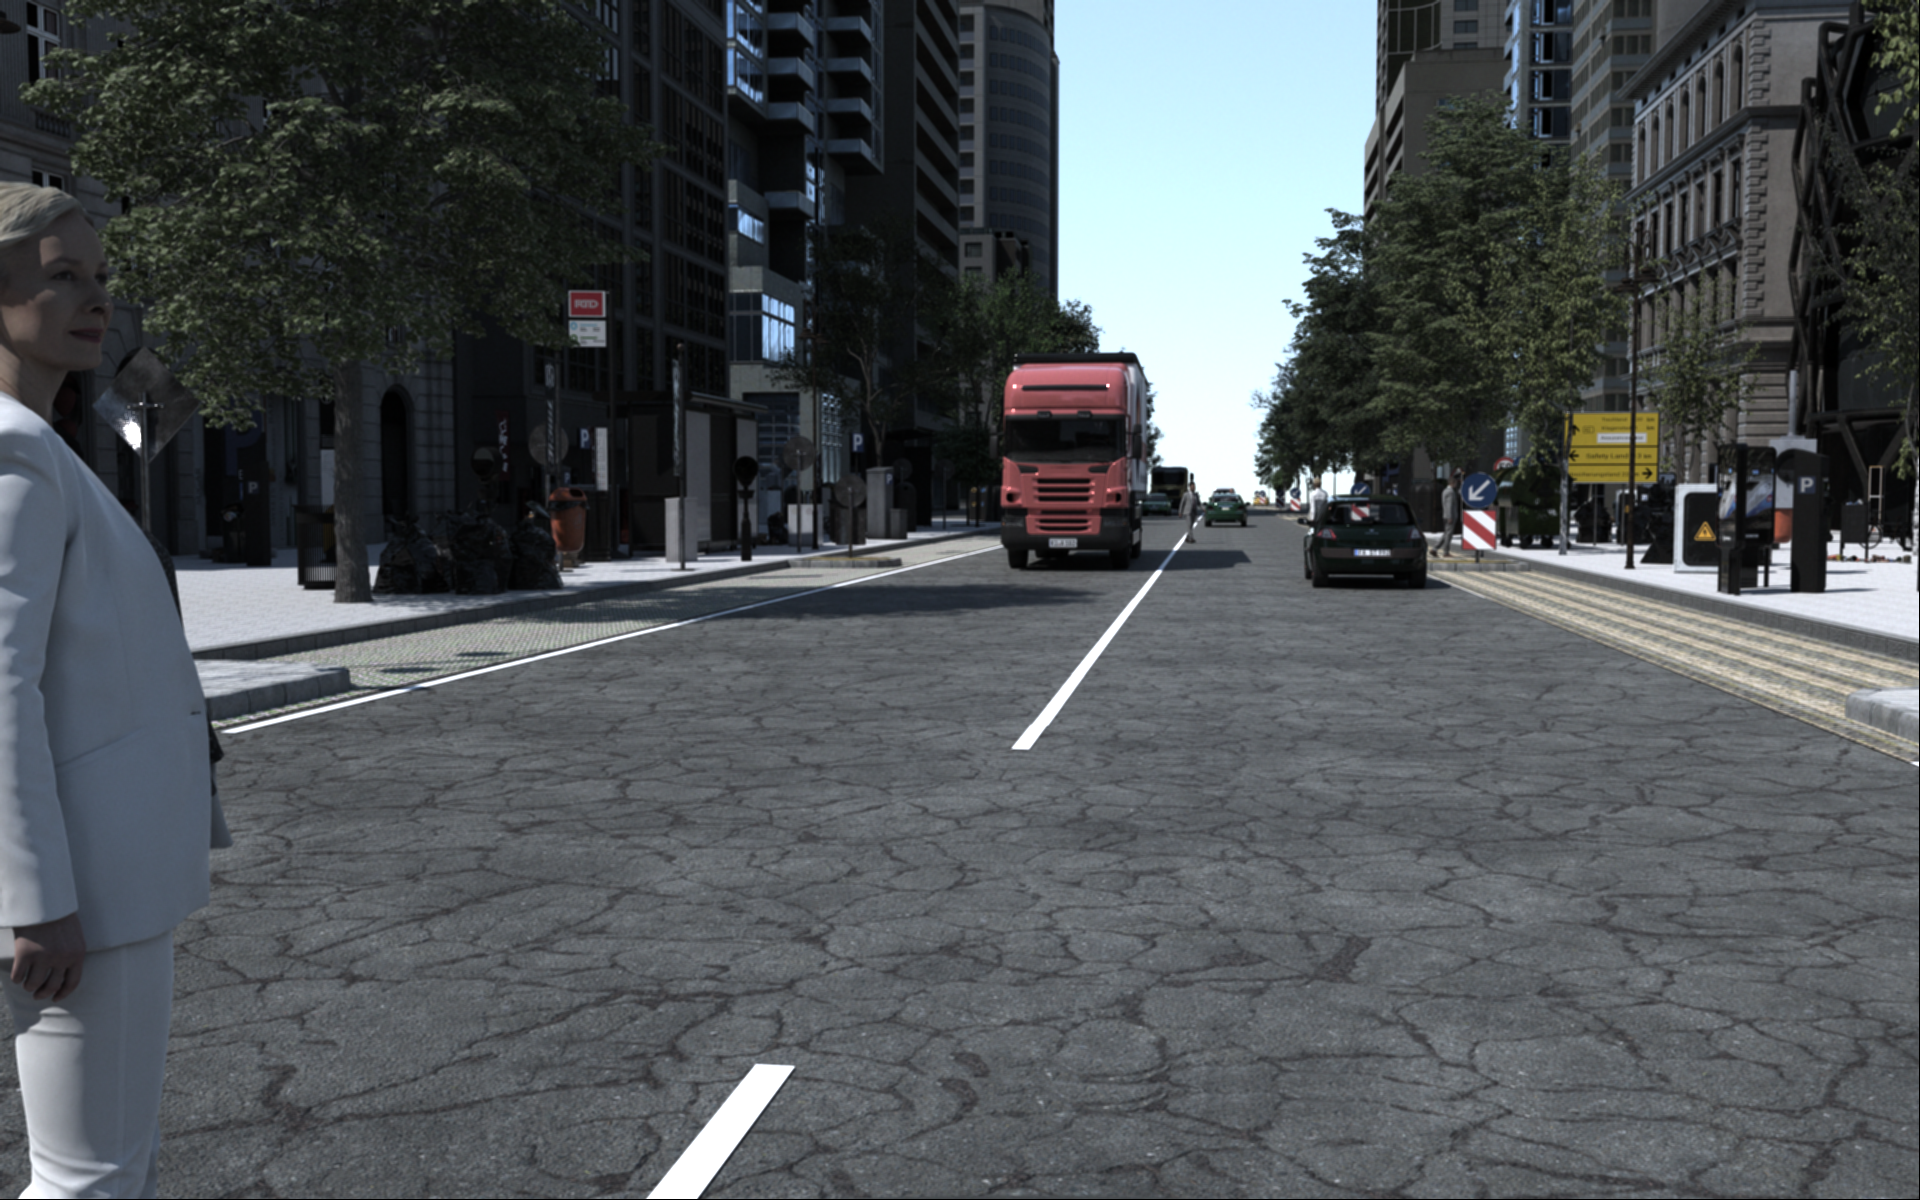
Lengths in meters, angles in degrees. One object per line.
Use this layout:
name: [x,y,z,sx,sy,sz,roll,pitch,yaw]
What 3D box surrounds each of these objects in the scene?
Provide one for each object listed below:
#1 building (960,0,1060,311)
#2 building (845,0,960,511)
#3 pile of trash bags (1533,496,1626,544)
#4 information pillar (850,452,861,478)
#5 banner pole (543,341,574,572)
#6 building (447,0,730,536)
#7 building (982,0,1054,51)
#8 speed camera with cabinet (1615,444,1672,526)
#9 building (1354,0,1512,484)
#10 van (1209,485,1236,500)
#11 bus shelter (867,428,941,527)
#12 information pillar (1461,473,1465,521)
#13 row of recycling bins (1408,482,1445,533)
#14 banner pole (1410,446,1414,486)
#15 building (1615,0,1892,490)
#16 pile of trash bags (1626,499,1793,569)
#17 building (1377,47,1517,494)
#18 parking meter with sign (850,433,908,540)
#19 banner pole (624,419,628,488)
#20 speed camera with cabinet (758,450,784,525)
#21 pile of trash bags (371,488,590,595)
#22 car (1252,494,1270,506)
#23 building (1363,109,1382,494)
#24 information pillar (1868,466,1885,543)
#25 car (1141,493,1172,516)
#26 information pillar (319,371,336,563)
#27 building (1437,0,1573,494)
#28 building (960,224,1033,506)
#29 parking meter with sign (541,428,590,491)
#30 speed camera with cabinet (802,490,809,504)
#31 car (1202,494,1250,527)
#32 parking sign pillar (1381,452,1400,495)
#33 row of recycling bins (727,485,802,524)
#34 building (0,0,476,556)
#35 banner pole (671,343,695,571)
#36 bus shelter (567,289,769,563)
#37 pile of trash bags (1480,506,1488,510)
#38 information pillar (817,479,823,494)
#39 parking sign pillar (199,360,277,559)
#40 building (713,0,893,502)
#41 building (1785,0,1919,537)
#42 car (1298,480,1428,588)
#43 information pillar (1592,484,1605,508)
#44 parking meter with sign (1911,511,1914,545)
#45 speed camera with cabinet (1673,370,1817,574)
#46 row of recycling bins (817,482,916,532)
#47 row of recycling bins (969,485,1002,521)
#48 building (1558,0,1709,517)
building: [0.199,-40.857,210.018,21.231,58.520,28.212,1,4,8]
building: [-12.109,-30.979,130.213,21.300,48.544,21.600,1,4,8]
pile of trash bags: [16.718,-2.207,45.839,1.912,1.369,3.447,-3,5,-45]
information pillar: [-4.055,-4.625,66.975,0.504,3.616,0.183,3,4,38]
banner pole: [-6.597,-2.333,28.170,0.401,3.779,0.863,0,4,7]
building: [-17.974,-16.375,61.234,14.314,27.812,24.014,1,4,8]
building: [4.227,-48.649,233.667,20.563,71.187,20.611,1,4,8]
speed camera with cabinet: [27.055,-4.534,68.474,2.038,3.252,0.660,3,4,37]
building: [63.358,-48.252,227.175,20.563,71.187,20.611,1,4,8]
van: [16.658,-6.245,109.111,2.013,2.044,4.112,1,4,10]
bus shelter: [-2.052,-4.495,64.770,1.731,3.624,6.357,1,4,9]
information pillar: [17.421,-3.360,59.435,0.304,2.012,0.304,-2,4,-26]
row of recycling bins: [15.920,-3.190,59.275,1.069,1.692,3.534,0,4,7]
banner pole: [19.881,-5.271,76.204,0.401,3.779,0.863,2,4,26]
building: [34.884,-14.839,71.490,11.050,23.489,19.941,1,4,8]
pile of trash bags: [13.742,-1.292,30.875,1.912,1.369,3.447,-1,4,-9]
building: [57.116,-34.355,185.403,21.300,48.544,21.600,1,4,8]
parking meter with sign: [-2.269,-3.225,48.993,1.738,3.016,0.543,2,4,35]
banner pole: [-9.219,-3.541,47.910,0.401,3.779,0.863,0,4,-5]
speed camera with cabinet: [-8.373,-4.800,72.812,0.660,3.252,2.038,2,4,33]
pile of trash bags: [-6.212,-0.844,23.546,1.912,1.369,3.447,2,4,24]
car: [34.735,-11.600,199.879,2.015,1.641,3.980,1,4,8]
building: [59.783,-35.668,206.866,21.300,48.544,21.600,1,4,8]
information pillar: [24.211,-2.525,45.769,0.304,2.012,0.304,3,5,42]
car: [12.749,-6.340,112.455,1.959,1.807,4.718,1,4,10]
information pillar: [-11.651,-2.498,32.198,0.504,3.616,0.183,0,4,5]
building: [48.981,-49.851,127.741,22.319,86.520,31.000,1,4,8]
building: [0.283,-25.554,189.508,14.160,30.474,14.107,1,4,8]
parking meter with sign: [-10.731,-3.045,46.046,1.738,3.016,0.543,1,4,17]
speed camera with cabinet: [-7.687,-5.096,77.654,2.038,3.252,0.660,2,4,23]
car: [11.826,-3.984,76.939,2.131,1.459,4.920,1,4,9]
parking sign pillar: [20.824,-5.785,83.059,1.447,3.967,1.447,1,4,9]
row of recycling bins: [-8.557,-4.202,75.819,3.534,1.692,1.069,1,4,15]
building: [-21.749,-11.983,37.720,13.314,21.916,24.055,1,4,8]
banner pole: [-4.653,-2.363,28.657,0.401,3.779,0.863,0,4,3]
bus shelter: [-6.219,-3.603,36.538,2.179,5.291,8.768,1,4,8]
pile of trash bags: [22.048,-3.741,70.915,1.912,1.369,3.447,2,4,33]
information pillar: [-6.687,-4.749,82.130,0.304,2.012,0.304,2,4,26]
parking sign pillar: [-14.460,-2.821,34.600,1.447,3.967,1.447,1,4,17]
building: [-15.976,-48.344,103.088,22.319,86.520,31.000,1,4,8]
building: [34.987,-11.353,53.073,16.820,18.784,16.811,1,4,8]
car: [6.463,-1.103,27.819,2.009,1.686,4.222,1,4,9]
information pillar: [19.867,-3.022,53.909,0.304,2.012,0.304,0,3,0]
parking meter with sign: [24.410,-2.890,43.519,0.543,3.016,1.738,3,5,44]
speed camera with cabinet: [12.608,-2.049,27.843,2.038,3.252,0.660,1,4,22]
row of recycling bins: [-3.194,-3.185,59.193,3.534,1.692,1.069,1,4,14]
row of recycling bins: [1.581,-4.678,83.591,1.069,1.692,3.534,-2,4,-30]
building: [49.581,-25.042,101.317,32.217,40.220,23.993,1,4,8]
